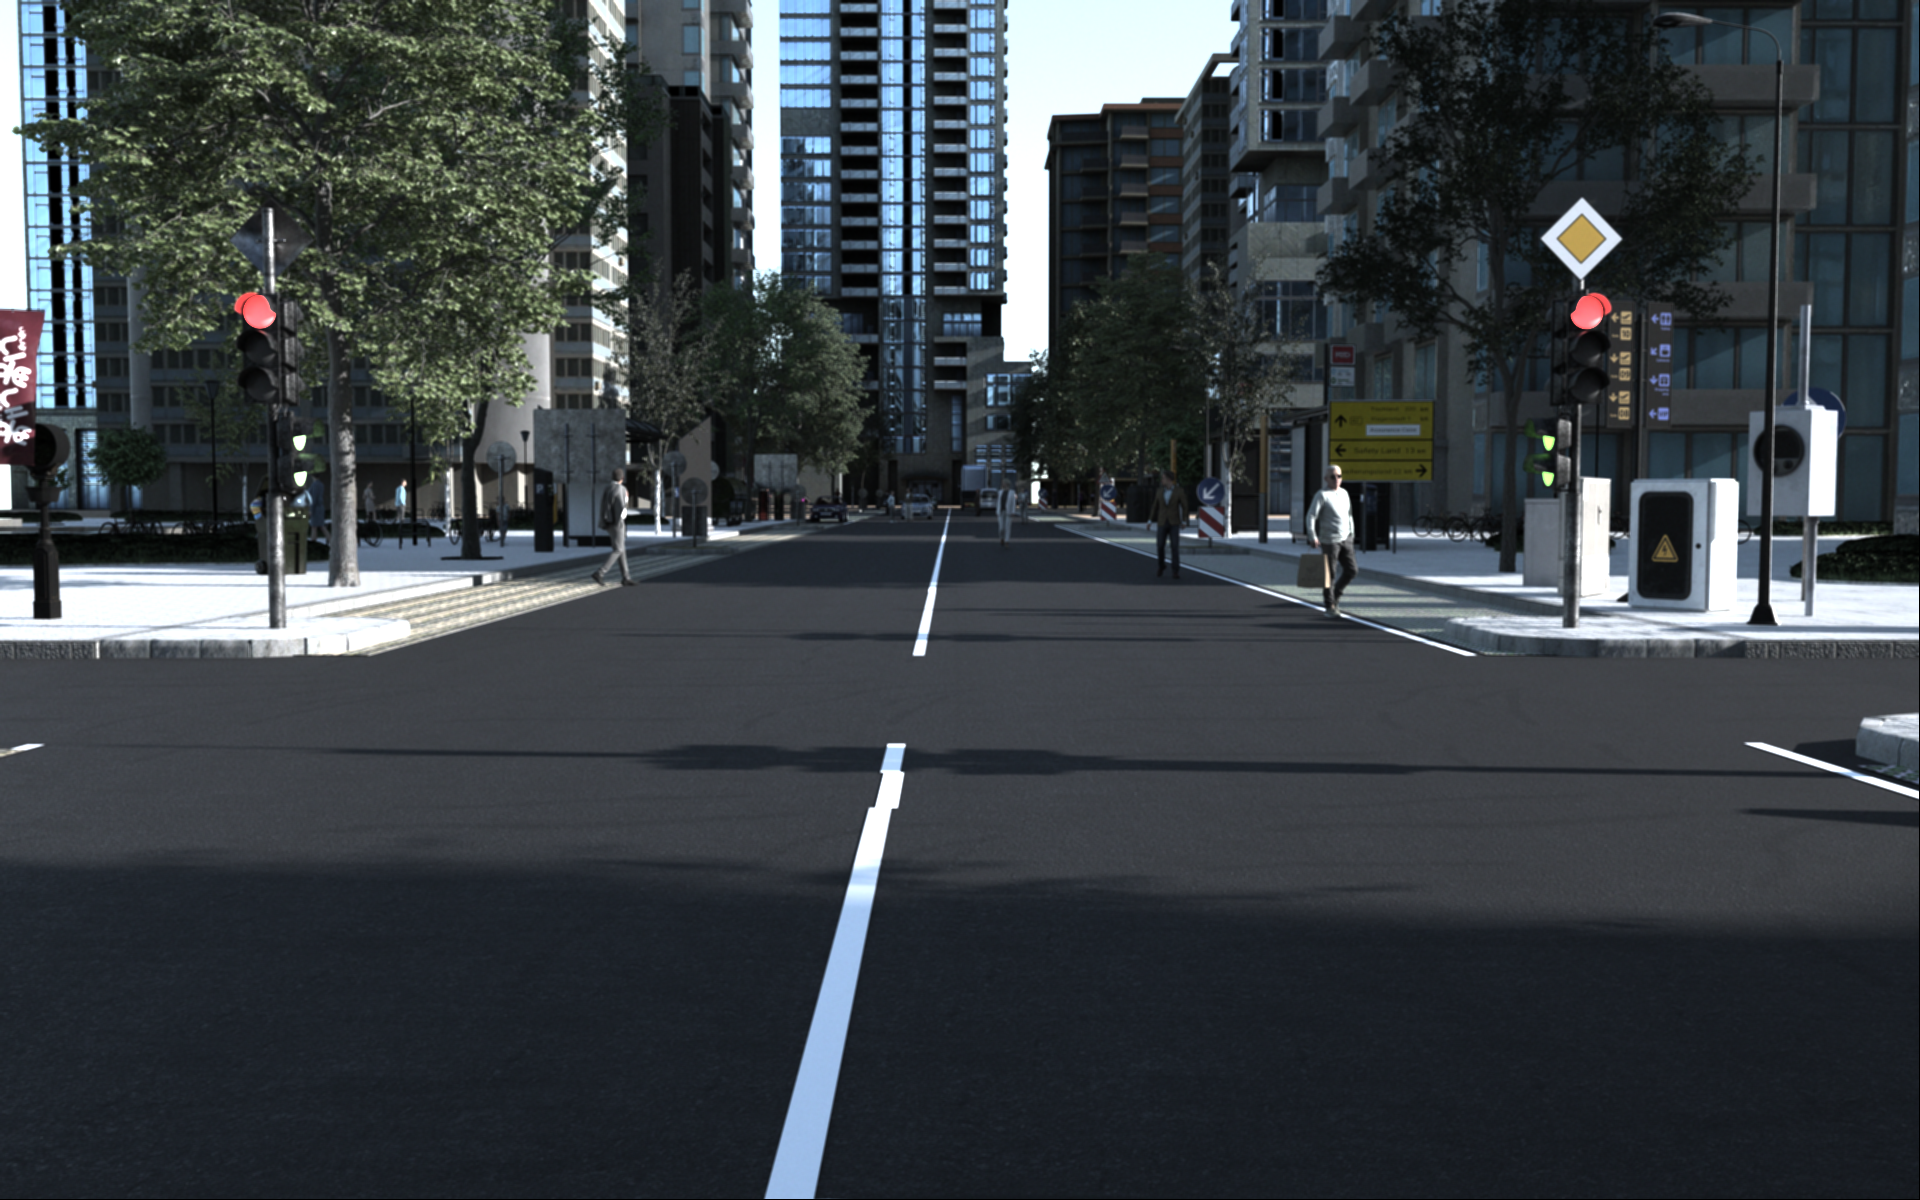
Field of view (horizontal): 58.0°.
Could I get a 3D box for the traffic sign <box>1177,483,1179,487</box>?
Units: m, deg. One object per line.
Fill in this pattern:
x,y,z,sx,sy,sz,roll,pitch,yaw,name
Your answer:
9.107,-4.418,72.342,0.768,2.556,0.104,1,4,8,traffic sign

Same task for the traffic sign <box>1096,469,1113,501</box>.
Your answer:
7.423,-5.444,89.009,0.884,2.594,0.081,0,4,6,traffic sign

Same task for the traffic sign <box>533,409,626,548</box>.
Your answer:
-9.075,-2.903,41.339,2.265,3.308,0.079,0,4,6,traffic sign

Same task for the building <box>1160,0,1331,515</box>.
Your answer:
26.962,-49.276,118.342,22.319,86.520,31.000,0,4,0,building

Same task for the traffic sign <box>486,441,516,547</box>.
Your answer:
-11.077,-2.551,41.816,0.768,2.556,0.104,1,4,9,traffic sign

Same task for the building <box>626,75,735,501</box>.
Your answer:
-24.002,-21.490,123.069,14.160,30.474,14.107,0,4,0,building

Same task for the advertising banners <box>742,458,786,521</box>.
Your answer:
-9.443,-5.331,83.344,2.074,3.025,0.090,0,4,-2,advertising banners

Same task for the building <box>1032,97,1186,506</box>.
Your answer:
22.531,-33.000,194.173,28.867,44.769,22.147,0,4,0,building

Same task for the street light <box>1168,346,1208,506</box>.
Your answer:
7.228,-5.015,54.539,1.470,5.913,1.316,0,4,0,street light

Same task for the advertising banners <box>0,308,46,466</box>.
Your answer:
-9.575,-1.212,16.010,2.074,3.025,0.090,-2,4,-28,advertising banners

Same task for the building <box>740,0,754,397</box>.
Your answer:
-37.426,-39.800,192.722,28.212,58.520,21.231,0,4,0,building

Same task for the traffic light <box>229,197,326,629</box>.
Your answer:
-6.512,-1.684,16.458,0.839,4.253,0.868,0,4,0,traffic light

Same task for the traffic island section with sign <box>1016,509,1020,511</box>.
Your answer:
5.407,-8.396,145.901,1.989,1.847,2.006,0,4,0,traffic island section with sign

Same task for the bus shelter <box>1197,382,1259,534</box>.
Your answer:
9.459,-5.007,59.500,2.179,5.291,8.768,0,3,0,bus shelter

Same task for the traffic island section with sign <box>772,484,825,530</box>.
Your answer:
-6.422,-3.697,69.072,1.989,1.847,2.006,0,4,0,traffic island section with sign

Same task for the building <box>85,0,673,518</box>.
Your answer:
-33.196,-25.150,103.091,32.217,40.220,23.993,0,4,0,building

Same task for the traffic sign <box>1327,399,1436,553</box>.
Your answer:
9.059,-2.657,37.318,2.265,3.308,0.079,0,4,5,traffic sign

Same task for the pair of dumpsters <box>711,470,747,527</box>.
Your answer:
-9.575,-4.111,69.708,1.574,2.255,4.437,0,3,0,pair of dumpsters

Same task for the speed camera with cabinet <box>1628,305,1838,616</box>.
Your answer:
8.297,-1.489,18.676,0.660,3.252,2.038,-3,4,-36,speed camera with cabinet

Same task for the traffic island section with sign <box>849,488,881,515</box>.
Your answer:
-6.620,-6.761,119.163,1.989,1.847,2.006,0,4,0,traffic island section with sign

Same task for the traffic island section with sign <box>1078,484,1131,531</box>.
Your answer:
5.687,-3.661,68.484,1.989,1.847,2.006,0,4,0,traffic island section with sign

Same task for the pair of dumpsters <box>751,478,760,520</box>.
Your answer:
-10.882,-5.091,85.732,1.574,2.255,4.437,0,4,0,pair of dumpsters

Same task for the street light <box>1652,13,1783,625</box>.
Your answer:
7.384,-2.714,16.909,1.470,5.913,1.316,0,4,0,street light

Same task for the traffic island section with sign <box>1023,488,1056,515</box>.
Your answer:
5.505,-6.713,118.393,1.989,1.847,2.006,0,4,0,traffic island section with sign

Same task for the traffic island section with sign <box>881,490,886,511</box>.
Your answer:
-6.720,-8.413,146.184,1.989,1.847,2.006,0,4,0,traffic island section with sign

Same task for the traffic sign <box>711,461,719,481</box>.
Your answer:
-9.582,-4.045,66.245,0.768,2.556,0.104,0,4,7,traffic sign

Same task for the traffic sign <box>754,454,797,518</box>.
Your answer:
-9.385,-5.767,88.166,2.265,3.308,0.079,1,4,9,traffic sign

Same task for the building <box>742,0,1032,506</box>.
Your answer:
-7.823,-53.831,192.811,31.000,86.520,22.319,0,4,0,building

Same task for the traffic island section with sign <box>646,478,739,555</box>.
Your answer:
-6.322,-1.992,41.197,1.989,1.847,2.006,0,4,0,traffic island section with sign

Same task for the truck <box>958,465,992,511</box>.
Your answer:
1.390,-10.060,154.239,2.967,4.110,18.799,0,4,-1,truck

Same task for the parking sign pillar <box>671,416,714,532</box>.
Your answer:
-9.210,-4.348,59.556,1.447,3.967,1.447,-3,5,-41,parking sign pillar

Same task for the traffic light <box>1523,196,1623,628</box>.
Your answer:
5.849,-1.688,16.521,0.839,4.253,0.868,0,4,0,traffic light

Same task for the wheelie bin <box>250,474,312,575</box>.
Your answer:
-10.802,-1.210,27.689,0.693,1.594,0.980,2,4,33,wheelie bin

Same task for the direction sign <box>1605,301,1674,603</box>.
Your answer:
8.017,-1.743,20.497,0.876,3.537,0.379,-1,4,-15,direction sign

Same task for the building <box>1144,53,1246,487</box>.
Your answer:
31.993,-27.870,147.562,32.217,40.220,23.993,0,4,0,building

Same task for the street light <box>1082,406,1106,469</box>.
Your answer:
7.101,-7.254,91.147,1.470,5.913,1.316,0,4,0,street light

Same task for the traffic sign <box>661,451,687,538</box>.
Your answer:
-8.433,-3.116,51.054,0.768,2.556,0.104,0,4,7,traffic sign

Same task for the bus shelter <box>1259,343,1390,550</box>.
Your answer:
9.533,-4.055,43.928,2.179,5.291,8.768,0,4,0,bus shelter

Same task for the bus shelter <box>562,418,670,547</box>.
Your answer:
-8.962,-3.112,44.799,2.014,3.302,5.546,0,4,0,bus shelter

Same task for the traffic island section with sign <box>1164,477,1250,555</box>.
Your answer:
5.799,-2.012,41.529,1.989,1.847,2.006,0,4,0,traffic island section with sign

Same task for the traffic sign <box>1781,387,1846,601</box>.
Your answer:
10.148,-1.261,20.724,0.768,2.556,0.104,1,4,9,traffic sign
